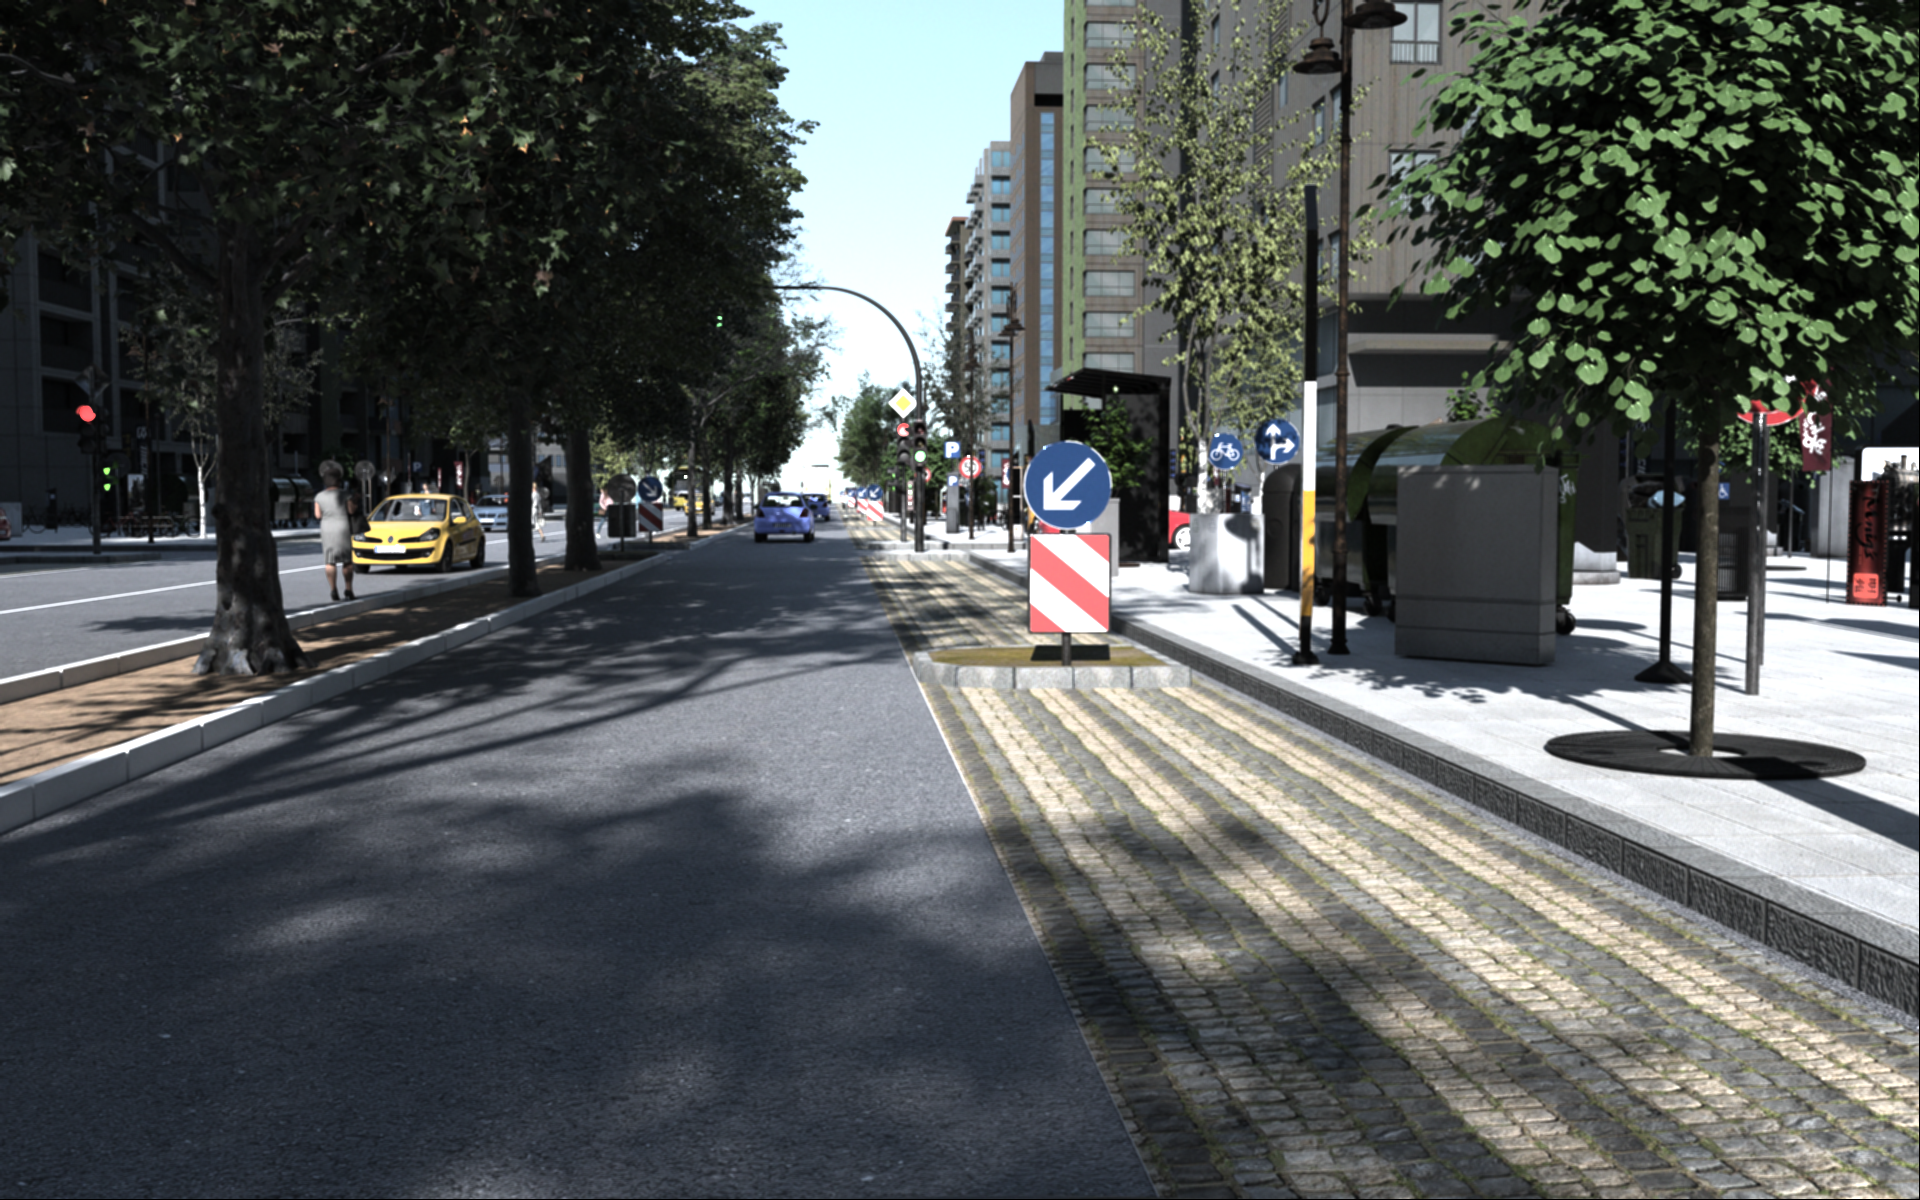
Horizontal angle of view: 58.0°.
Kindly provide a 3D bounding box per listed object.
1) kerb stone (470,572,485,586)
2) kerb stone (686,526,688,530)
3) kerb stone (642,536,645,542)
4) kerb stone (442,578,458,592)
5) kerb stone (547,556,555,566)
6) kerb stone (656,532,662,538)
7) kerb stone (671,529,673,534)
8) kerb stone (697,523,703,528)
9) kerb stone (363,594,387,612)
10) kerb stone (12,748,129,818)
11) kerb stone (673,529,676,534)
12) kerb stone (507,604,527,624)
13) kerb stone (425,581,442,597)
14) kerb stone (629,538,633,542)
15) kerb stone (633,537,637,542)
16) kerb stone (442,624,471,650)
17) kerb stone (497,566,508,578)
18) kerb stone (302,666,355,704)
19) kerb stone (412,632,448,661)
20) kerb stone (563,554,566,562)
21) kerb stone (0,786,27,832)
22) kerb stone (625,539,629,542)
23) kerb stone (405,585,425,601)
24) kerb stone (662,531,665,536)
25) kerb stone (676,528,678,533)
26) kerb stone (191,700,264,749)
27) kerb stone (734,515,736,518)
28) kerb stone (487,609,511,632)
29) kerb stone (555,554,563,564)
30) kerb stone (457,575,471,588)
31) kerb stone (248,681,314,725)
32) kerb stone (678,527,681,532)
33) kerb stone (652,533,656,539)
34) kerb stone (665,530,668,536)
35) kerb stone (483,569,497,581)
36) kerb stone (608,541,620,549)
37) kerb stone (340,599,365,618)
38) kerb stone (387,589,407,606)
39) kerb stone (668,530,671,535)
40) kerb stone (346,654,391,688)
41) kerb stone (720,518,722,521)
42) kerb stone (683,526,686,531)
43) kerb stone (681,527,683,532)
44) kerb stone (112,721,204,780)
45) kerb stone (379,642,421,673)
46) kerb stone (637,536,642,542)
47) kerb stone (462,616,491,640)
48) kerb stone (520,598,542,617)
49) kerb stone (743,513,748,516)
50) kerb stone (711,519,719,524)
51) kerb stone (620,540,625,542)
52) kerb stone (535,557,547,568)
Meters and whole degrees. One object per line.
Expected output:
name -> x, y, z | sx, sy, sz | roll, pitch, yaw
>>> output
kerb stone -> -7.736, -0.322, 27.465 | 0.120, 0.150, 1.000 | 0, 4, -4
kerb stone -> -10.697, -2.727, 66.774 | 0.120, 0.150, 1.000 | 0, 4, -4
kerb stone -> -9.537, -1.788, 51.459 | 0.120, 0.150, 1.000 | 0, 4, -4
kerb stone -> -7.582, -0.197, 25.422 | 0.120, 0.150, 1.000 | 0, 4, -4
kerb stone -> -8.279, -0.759, 34.608 | 0.120, 0.150, 1.000 | 0, 4, -4
kerb stone -> -9.935, -2.102, 56.562 | 0.120, 0.150, 1.000 | 0, 4, -4
kerb stone -> -10.231, -2.352, 60.653 | 0.120, 0.150, 1.000 | 0, 4, -4
kerb stone -> -11.386, -3.290, 76.003 | 0.120, 0.150, 1.000 | 0, 4, -4
kerb stone -> -7.281, 0.053, 21.332 | 0.120, 0.150, 1.000 | 0, 4, -4
kerb stone -> -4.186, 0.859, 8.147 | 0.120, 0.150, 1.000 | 0, 4, -4
kerb stone -> -10.312, -2.408, 61.673 | 0.120, 0.150, 1.000 | 0, 4, -4
kerb stone -> -5.031, 0.176, 19.411 | 0.120, 0.150, 1.000 | 0, 4, -4
kerb stone -> -7.510, -0.133, 24.403 | 0.120, 0.150, 1.000 | 0, 4, -4
kerb stone -> -9.319, -1.602, 48.387 | 0.120, 0.150, 1.000 | 0, 4, -4
kerb stone -> -9.393, -1.658, 49.418 | 0.120, 0.150, 1.000 | 0, 4, -4
kerb stone -> -4.799, 0.363, 16.337 | 0.120, 0.150, 1.000 | 0, 4, -4
kerb stone -> -7.898, -0.446, 29.504 | 0.120, 0.150, 1.000 | 0, 4, -4
kerb stone -> -4.493, 0.609, 12.241 | 0.120, 0.150, 1.000 | 0, 4, -4
kerb stone -> -4.726, 0.421, 15.312 | 0.120, 0.150, 1.000 | 0, 4, -4
kerb stone -> -8.433, -0.883, 36.654 | 0.120, 0.150, 1.000 | 0, 4, -4
kerb stone -> -4.107, 0.922, 7.128 | 0.120, 0.150, 1.000 | 0, 4, -4
kerb stone -> -9.231, -1.539, 47.366 | 0.120, 0.150, 1.000 | 0, 4, -4
kerb stone -> -7.432, -0.072, 23.383 | 0.120, 0.150, 1.000 | 0, 4, -4
kerb stone -> -10.002, -2.162, 57.583 | 0.120, 0.150, 1.000 | 0, 4, -4
kerb stone -> -10.387, -2.477, 62.691 | 0.120, 0.150, 1.000 | 0, 4, -4
kerb stone -> -4.337, 0.738, 10.197 | 0.120, 0.150, 1.000 | 0, 4, -4
kerb stone -> -13.690, -5.167, 106.700 | 0.120, 0.150, 1.000 | 0, 4, -4
kerb stone -> -4.951, 0.236, 18.392 | 0.120, 0.150, 1.000 | 0, 4, -4
kerb stone -> -8.352, -0.820, 35.628 | 0.120, 0.150, 1.000 | 0, 4, -4
kerb stone -> -7.668, -0.259, 26.443 | 0.120, 0.150, 1.000 | 0, 4, -4
kerb stone -> -4.414, 0.671, 11.221 | 0.120, 0.150, 1.000 | 0, 4, -4
kerb stone -> -10.456, -2.539, 63.711 | 0.120, 0.150, 1.000 | 0, 4, -4
kerb stone -> -9.774, -1.974, 54.520 | 0.120, 0.150, 1.000 | 0, 4, -4
kerb stone -> -10.081, -2.227, 58.607 | 0.120, 0.150, 1.000 | 0, 4, -4
kerb stone -> -7.821, -0.385, 28.484 | 0.120, 0.150, 1.000 | 0, 4, -4
kerb stone -> -9.084, -1.415, 45.327 | 0.120, 0.150, 1.000 | 0, 4, -4
kerb stone -> -7.204, 0.115, 20.312 | 0.120, 0.150, 1.000 | 0, 4, -4
kerb stone -> -7.359, -0.001, 22.360 | 0.120, 0.150, 1.000 | 0, 4, -4
kerb stone -> -10.156, -2.289, 59.626 | 0.120, 0.150, 1.000 | 0, 4, -4
kerb stone -> -4.567, 0.551, 13.268 | 0.120, 0.150, 1.000 | 0, 4, -4
kerb stone -> -12.232, -3.979, 87.259 | 0.120, 0.150, 1.000 | 0, 4, -4
kerb stone -> -10.619, -2.664, 65.755 | 0.120, 0.150, 1.000 | 0, 4, -4
kerb stone -> -10.541, -2.601, 64.729 | 0.120, 0.150, 1.000 | 0, 4, -4
kerb stone -> -4.261, 0.797, 9.170 | 0.120, 0.150, 1.000 | 0, 4, -4
kerb stone -> -4.644, 0.485, 14.287 | 0.120, 0.150, 1.000 | 0, 4, -4
kerb stone -> -9.464, -1.725, 50.437 | 0.120, 0.150, 1.000 | 0, 4, -4
kerb stone -> -4.886, 0.296, 17.356 | 0.120, 0.150, 1.000 | 0, 4, -4
kerb stone -> -5.106, 0.109, 20.431 | 0.120, 0.150, 1.000 | 0, 4, -4
kerb stone -> -14.528, -5.857, 117.950 | 0.120, 0.150, 1.000 | 0, 4, -4
kerb stone -> -12.083, -3.852, 85.221 | 0.120, 0.150, 1.000 | 0, 4, -4
kerb stone -> -9.158, -1.477, 46.347 | 0.120, 0.150, 1.000 | 0, 4, -4
kerb stone -> -8.193, -0.697, 33.587 | 0.120, 0.150, 1.000 | 0, 4, -4
